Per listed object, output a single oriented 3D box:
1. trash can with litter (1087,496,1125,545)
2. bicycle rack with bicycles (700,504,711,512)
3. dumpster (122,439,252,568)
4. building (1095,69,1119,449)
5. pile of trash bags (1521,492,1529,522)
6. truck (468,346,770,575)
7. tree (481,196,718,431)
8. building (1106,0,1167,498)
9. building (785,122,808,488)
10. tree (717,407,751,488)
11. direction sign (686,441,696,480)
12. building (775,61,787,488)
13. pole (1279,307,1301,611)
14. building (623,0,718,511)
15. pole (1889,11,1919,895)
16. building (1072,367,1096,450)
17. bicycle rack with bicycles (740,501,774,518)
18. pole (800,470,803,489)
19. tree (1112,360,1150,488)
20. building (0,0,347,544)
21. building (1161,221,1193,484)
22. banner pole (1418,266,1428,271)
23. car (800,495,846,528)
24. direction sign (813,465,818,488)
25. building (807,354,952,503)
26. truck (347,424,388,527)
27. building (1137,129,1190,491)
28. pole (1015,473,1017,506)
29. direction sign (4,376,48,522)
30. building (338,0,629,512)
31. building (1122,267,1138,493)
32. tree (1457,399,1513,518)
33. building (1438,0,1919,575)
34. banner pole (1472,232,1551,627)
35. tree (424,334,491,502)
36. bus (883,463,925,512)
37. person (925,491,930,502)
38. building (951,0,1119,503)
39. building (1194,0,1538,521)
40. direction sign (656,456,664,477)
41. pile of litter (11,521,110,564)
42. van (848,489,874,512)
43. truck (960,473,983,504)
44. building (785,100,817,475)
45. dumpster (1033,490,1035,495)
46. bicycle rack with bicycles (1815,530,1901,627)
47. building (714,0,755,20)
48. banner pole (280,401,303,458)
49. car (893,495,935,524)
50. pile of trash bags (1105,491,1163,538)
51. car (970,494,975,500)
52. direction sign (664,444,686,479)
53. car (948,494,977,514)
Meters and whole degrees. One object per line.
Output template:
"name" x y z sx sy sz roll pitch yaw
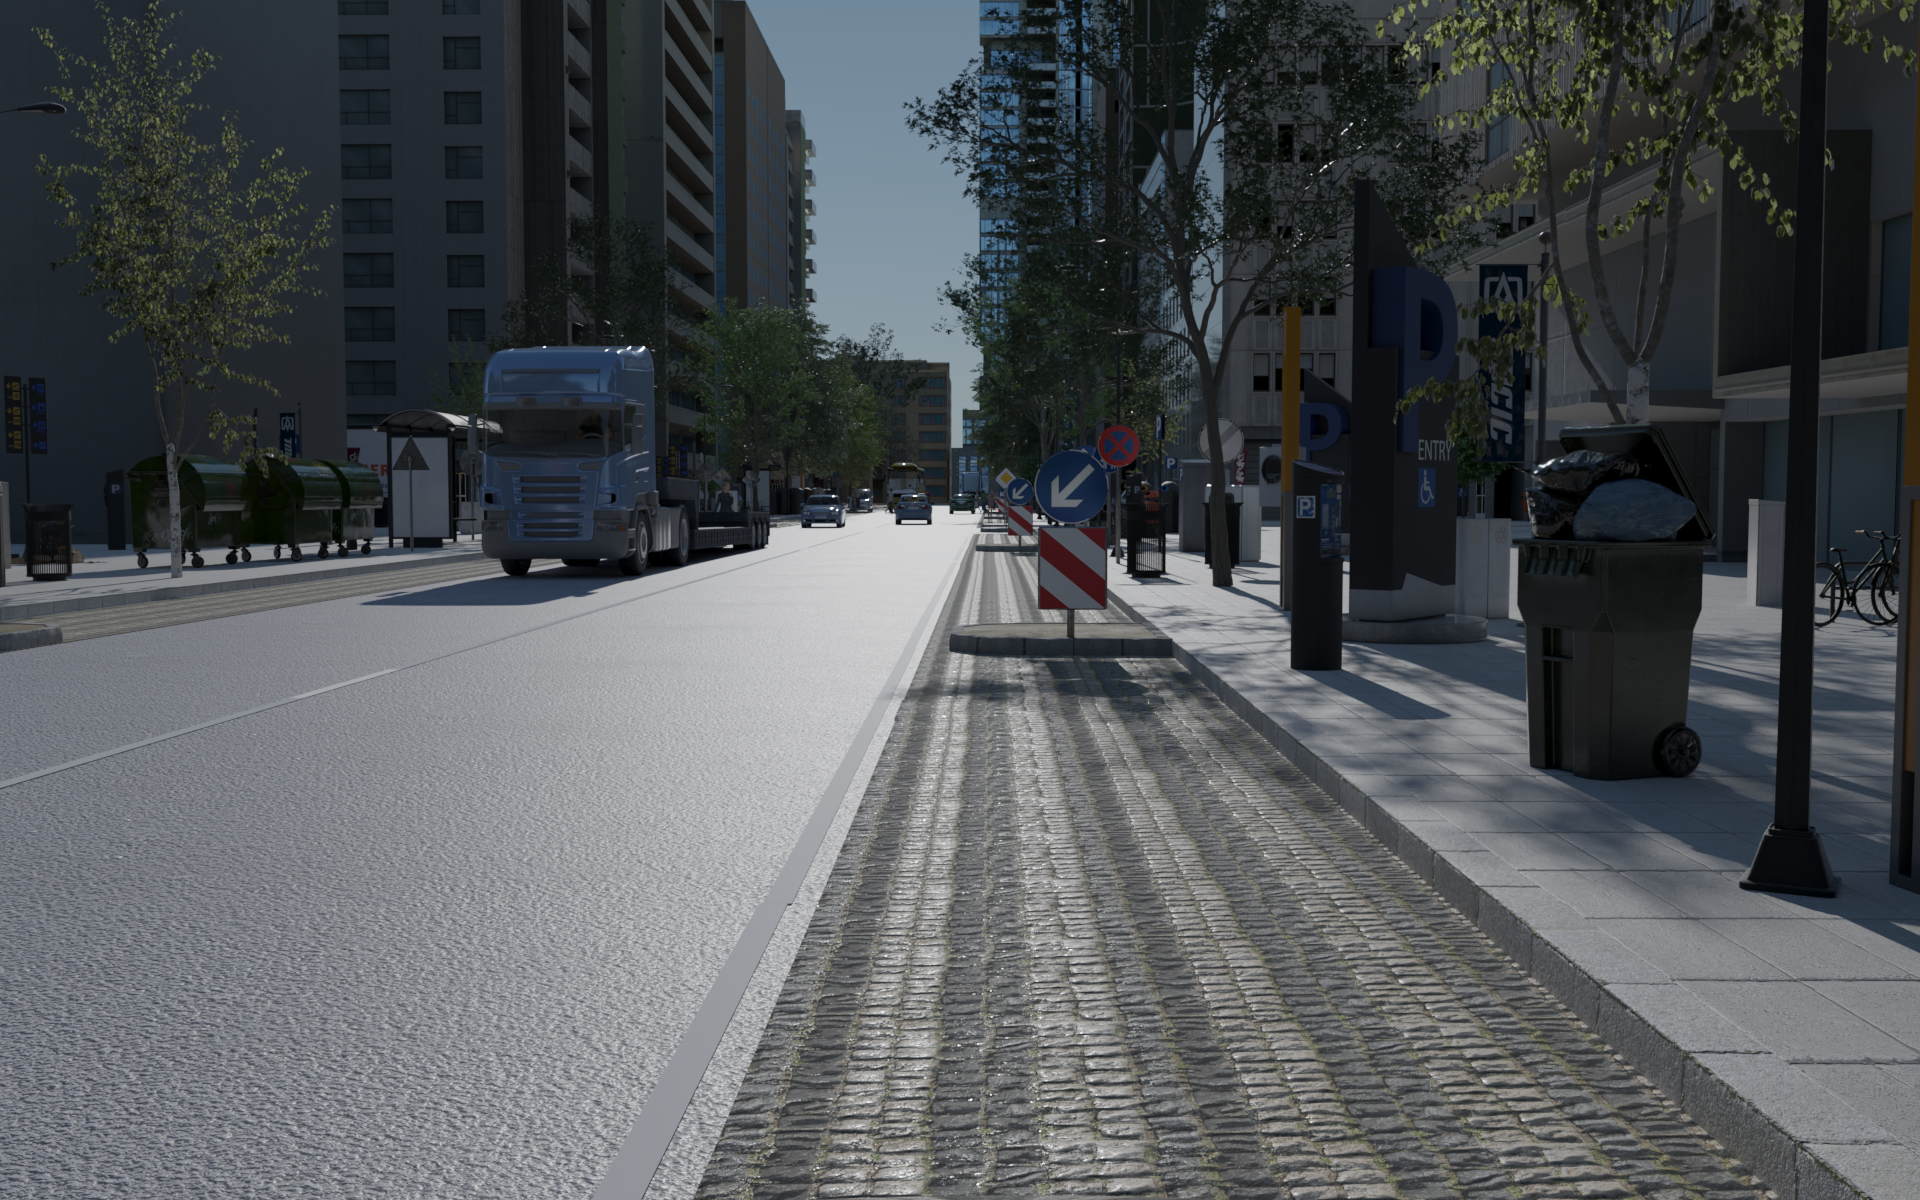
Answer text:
"trash can with litter" 3.531 -1.954 43.337 0.624 1.170 1.055 2 4 34
"bicycle rack with bicycles" -16.077 -6.461 119.024 2.925 0.926 2.852 2 4 26
"dumpster" -13.676 -1.724 30.679 1.502 2.255 1.985 0 4 1
"building" 21.464 -32.383 179.572 14.600 45.320 14.200 0 4 1
"pile of trash bags" 27.566 -4.273 79.614 3.447 1.369 1.912 1 4 10
"truck" -6.594 -2.916 37.437 2.967 4.110 18.799 0 4 2
"tree" -11.560 -7.395 55.315 8.767 10.594 7.601 1 4 14
"building" 23.506 -44.188 160.718 20.563 71.187 20.611 0 4 1
"building" -24.104 -30.669 185.026 14.154 41.232 14.086 0 4 1
"tree" -18.660 -11.670 141.173 4.737 8.622 4.395 0 3 0
"direction sign" -11.384 -5.030 74.241 0.379 3.537 0.876 0 4 -3
"building" -24.822 -31.834 170.598 14.600 45.320 14.200 0 4 1
"pole" 3.617 -1.537 18.980 0.158 3.312 0.155 0 3 0
"building" -29.436 -30.441 121.407 21.300 48.544 21.600 0 4 1
"pole" 3.140 -0.714 5.525 0.158 3.312 0.155 0 3 0
"building" 27.585 -21.827 201.905 27.650 21.520 28.899 0 4 1
"bicycle rack with bicycles" -11.441 -4.959 94.454 2.852 0.926 2.925 -2 4 -34
"pole" -11.075 -7.774 120.954 0.158 3.312 0.155 0 3 0
"tree" 9.542 -8.437 88.308 4.360 8.622 3.978 0 3 0
"building" -31.988 -15.725 50.614 24.014 27.812 14.314 0 4 1
"building" 18.094 -15.228 103.735 10.420 20.320 16.860 0 4 1
"banner pole" 4.941 -1.790 19.289 0.401 3.779 0.863 -2 4 -33
"car" -5.909 -3.864 75.186 2.014 1.417 4.499 0 4 -1
"direction sign" -10.435 -8.141 125.099 0.379 3.537 0.876 -2 4 -31
"building" -15.989 -25.084 255.154 28.899 21.520 27.650 0 4 1
"truck" -26.534 -4.990 70.506 11.283 4.237 2.839 0 4 3
"building" 19.420 -18.623 122.500 12.078 24.808 19.932 0 4 1
"pole" 4.671 -9.221 144.609 0.158 3.312 0.155 0 3 0
"direction sign" -18.065 -2.542 33.555 0.379 3.537 0.876 2 4 23
"building" -25.296 -19.350 88.075 14.160 30.474 14.107 0 4 1
"building" 19.951 -19.013 140.540 12.332 23.373 15.834 0 4 1
"tree" 17.267 -4.630 59.421 4.285 4.588 4.351 0 3 0
"building" 25.338 -26.950 29.872 28.713 52.752 27.495 0 4 1
"banner pole" 5.354 -1.628 16.629 0.863 3.779 0.401 0 4 0
"tree" -22.115 -7.848 78.684 4.737 8.622 4.395 0 3 0
"bus" -4.363 -9.083 140.057 2.896 3.916 12.252 0 4 2
"person" -3.379 -10.553 181.496 0.683 1.767 0.568 0 4 -3
"building" 14.482 -57.273 249.076 31.000 86.520 22.319 0 4 1
"building" 22.304 -16.431 86.675 19.932 24.808 12.078 0 4 1
"direction sign" -17.823 -6.833 103.720 0.876 3.537 0.379 -3 5 -44
"pile of litter" -16.800 -1.108 32.080 1.719 0.858 1.176 0 4 4
"van" -7.708 -7.833 135.080 2.013 2.044 4.112 0 4 1
"truck" 1.360 -13.523 210.856 2.967 4.110 18.799 0 4 1
"building" -32.660 -35.835 205.516 30.456 49.044 23.786 0 4 1
"dumpster" 6.086 -8.565 145.798 1.264 1.857 1.865 0 4 1
"bicycle rack with bicycles" 9.474 -0.195 16.569 2.925 0.926 2.852 0 4 -3
"building" -25.073 -30.946 156.070 14.600 45.320 14.200 0 4 1
"banner pole" -18.014 -3.476 46.847 0.863 3.779 0.401 1 4 13
"car" -2.207 -4.348 83.085 2.014 1.417 4.499 0 4 0
"pile of trash bags" 5.127 -2.505 50.702 1.912 1.369 3.447 -1 4 -16
"car" 0.982 -10.823 186.749 2.009 1.686 4.222 0 4 3
"direction sign" -12.667 -5.248 77.797 0.876 3.537 0.379 0 4 5
"car" 0.169 -6.947 125.380 2.131 1.459 4.920 0 4 2
